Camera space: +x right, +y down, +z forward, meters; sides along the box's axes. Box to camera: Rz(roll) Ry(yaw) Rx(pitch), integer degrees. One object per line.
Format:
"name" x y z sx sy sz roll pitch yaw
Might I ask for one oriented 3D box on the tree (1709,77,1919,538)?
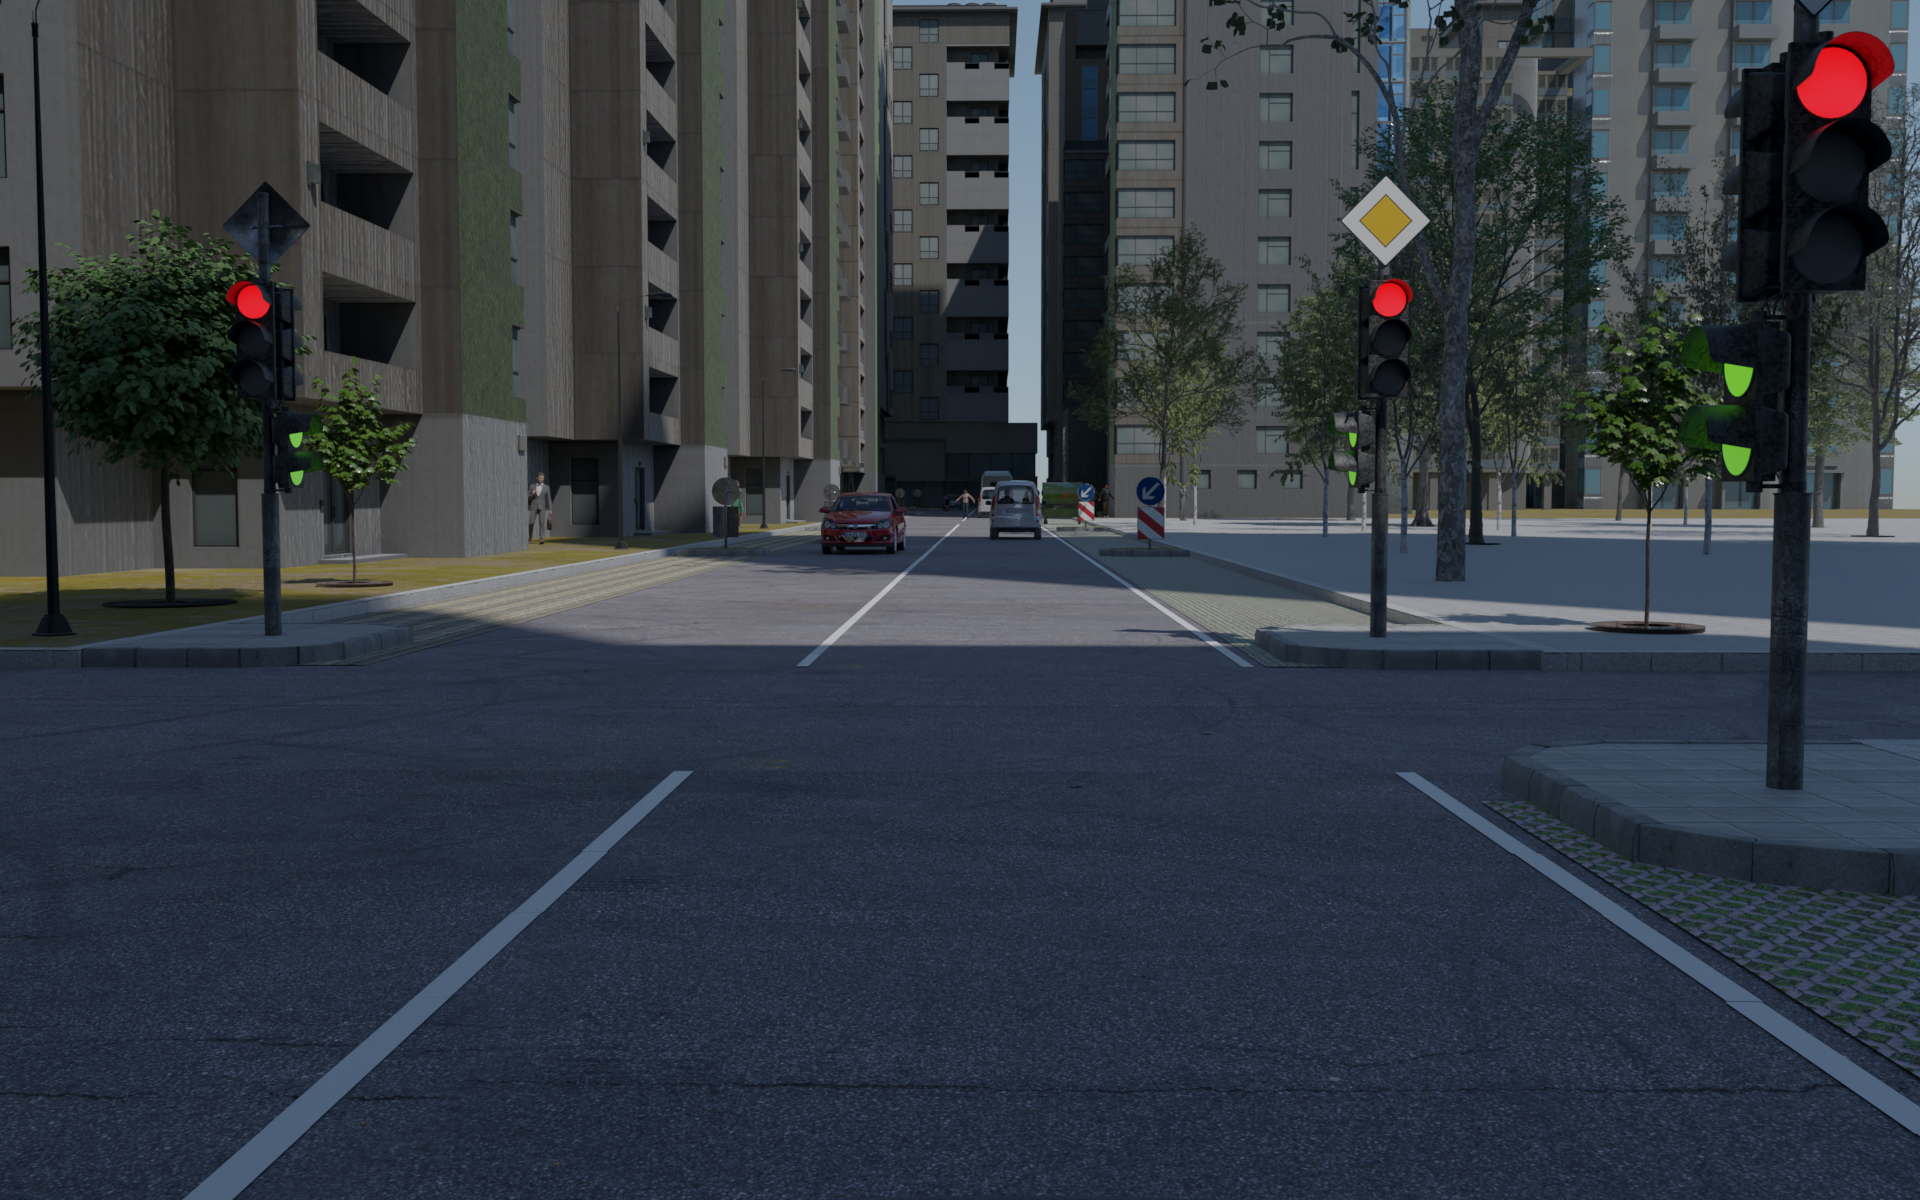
"tree" 27.333 -8.610 51.151 12.009 13.543 11.850 0 3 0

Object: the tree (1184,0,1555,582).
"tree" 8.333 -10.402 25.962 12.611 20.169 13.585 0 3 0

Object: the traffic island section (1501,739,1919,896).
"traffic island section" 3.627 0.899 7.574 2.009 0.180 2.903 0 4 1

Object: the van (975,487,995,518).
"van" 1.910 -5.959 104.449 2.013 2.044 4.112 0 4 1

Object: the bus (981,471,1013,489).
"bus" 3.146 -9.228 145.741 2.948 3.499 13.247 0 4 2

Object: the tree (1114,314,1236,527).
"tree" 8.084 -7.095 66.367 4.737 8.622 4.395 0 3 0

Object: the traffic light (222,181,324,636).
"traffic light" -6.221 -1.633 15.617 0.839 4.253 0.868 0 4 1

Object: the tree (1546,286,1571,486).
"tree" 16.830 -6.206 51.826 4.360 8.622 3.978 0 3 0

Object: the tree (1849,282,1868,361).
"tree" 19.669 -5.583 41.652 4.360 8.622 3.978 0 3 0

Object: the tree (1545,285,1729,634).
"tree" 6.575 -1.318 16.144 1.663 3.219 1.824 0 3 0

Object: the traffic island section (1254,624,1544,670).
"traffic island section" 3.778 0.411 15.558 2.009 0.180 2.903 0 4 1

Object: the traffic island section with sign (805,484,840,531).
"traffic island section with sign" -4.960 -3.597 67.439 1.989 1.847 2.006 0 4 1

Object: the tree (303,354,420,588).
"tree" -8.315 -1.803 24.082 1.663 3.219 1.824 0 3 0

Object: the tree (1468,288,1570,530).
"tree" 19.027 -6.748 60.688 4.737 8.622 4.395 0 3 0

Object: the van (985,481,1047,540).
"van" 1.809 -2.983 55.787 2.013 2.044 4.112 0 4 2

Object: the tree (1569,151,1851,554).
"tree" 15.665 -5.276 36.618 4.360 8.622 3.978 0 3 0

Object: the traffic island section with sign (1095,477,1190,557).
"traffic island section with sign" 4.251 -1.933 40.240 1.989 1.847 2.006 0 4 1

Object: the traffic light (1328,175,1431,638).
"traffic light" 3.738 -1.622 15.445 0.839 4.253 0.868 0 4 1

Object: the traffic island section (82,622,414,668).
"traffic island section" -6.261 0.399 15.752 2.009 0.180 2.903 0 4 1

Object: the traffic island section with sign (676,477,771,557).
"traffic island section with sign" -5.466 -1.940 40.345 1.989 1.847 2.006 0 4 1

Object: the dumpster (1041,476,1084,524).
"dumpster" 4.817 -4.681 81.492 1.985 2.255 1.502 0 4 0

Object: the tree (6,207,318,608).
"tree" -9.130 -2.223 20.059 4.285 4.588 4.351 0 3 0

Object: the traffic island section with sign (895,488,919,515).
"traffic island section with sign" -4.013 -6.658 117.487 1.989 1.847 2.006 0 4 1

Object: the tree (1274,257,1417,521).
"tree" 18.609 -10.091 83.111 7.486 12.596 7.792 0 3 0

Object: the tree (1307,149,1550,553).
"tree" 9.694 -5.311 37.190 4.360 8.622 3.978 0 3 0

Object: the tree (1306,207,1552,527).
"tree" 18.500 -9.265 68.497 9.611 12.733 9.660 0 3 0

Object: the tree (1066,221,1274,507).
"tree" 7.151 -7.619 58.979 7.601 10.594 8.767 0 4 3

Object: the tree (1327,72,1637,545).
"tree" 12.921 -7.207 43.592 9.928 11.665 9.643 0 3 0

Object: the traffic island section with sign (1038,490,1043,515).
"traffic island section with sign" 5.717 -6.667 117.641 1.989 1.847 2.006 0 4 1

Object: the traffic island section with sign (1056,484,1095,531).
"traffic island section with sign" 4.762 -3.598 67.452 1.989 1.847 2.006 0 4 1

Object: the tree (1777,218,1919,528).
"tree" 32.784 -8.998 65.236 7.486 12.596 7.792 0 3 0

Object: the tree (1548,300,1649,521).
"tree" 31.943 -9.075 82.782 7.601 10.594 8.767 0 4 2

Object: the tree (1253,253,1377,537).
"tree" 10.820 -6.175 51.322 4.737 8.622 4.395 0 3 0

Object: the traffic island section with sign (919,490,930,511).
"traffic island section with sign" -3.490 -8.306 144.437 1.989 1.847 2.006 0 4 1
